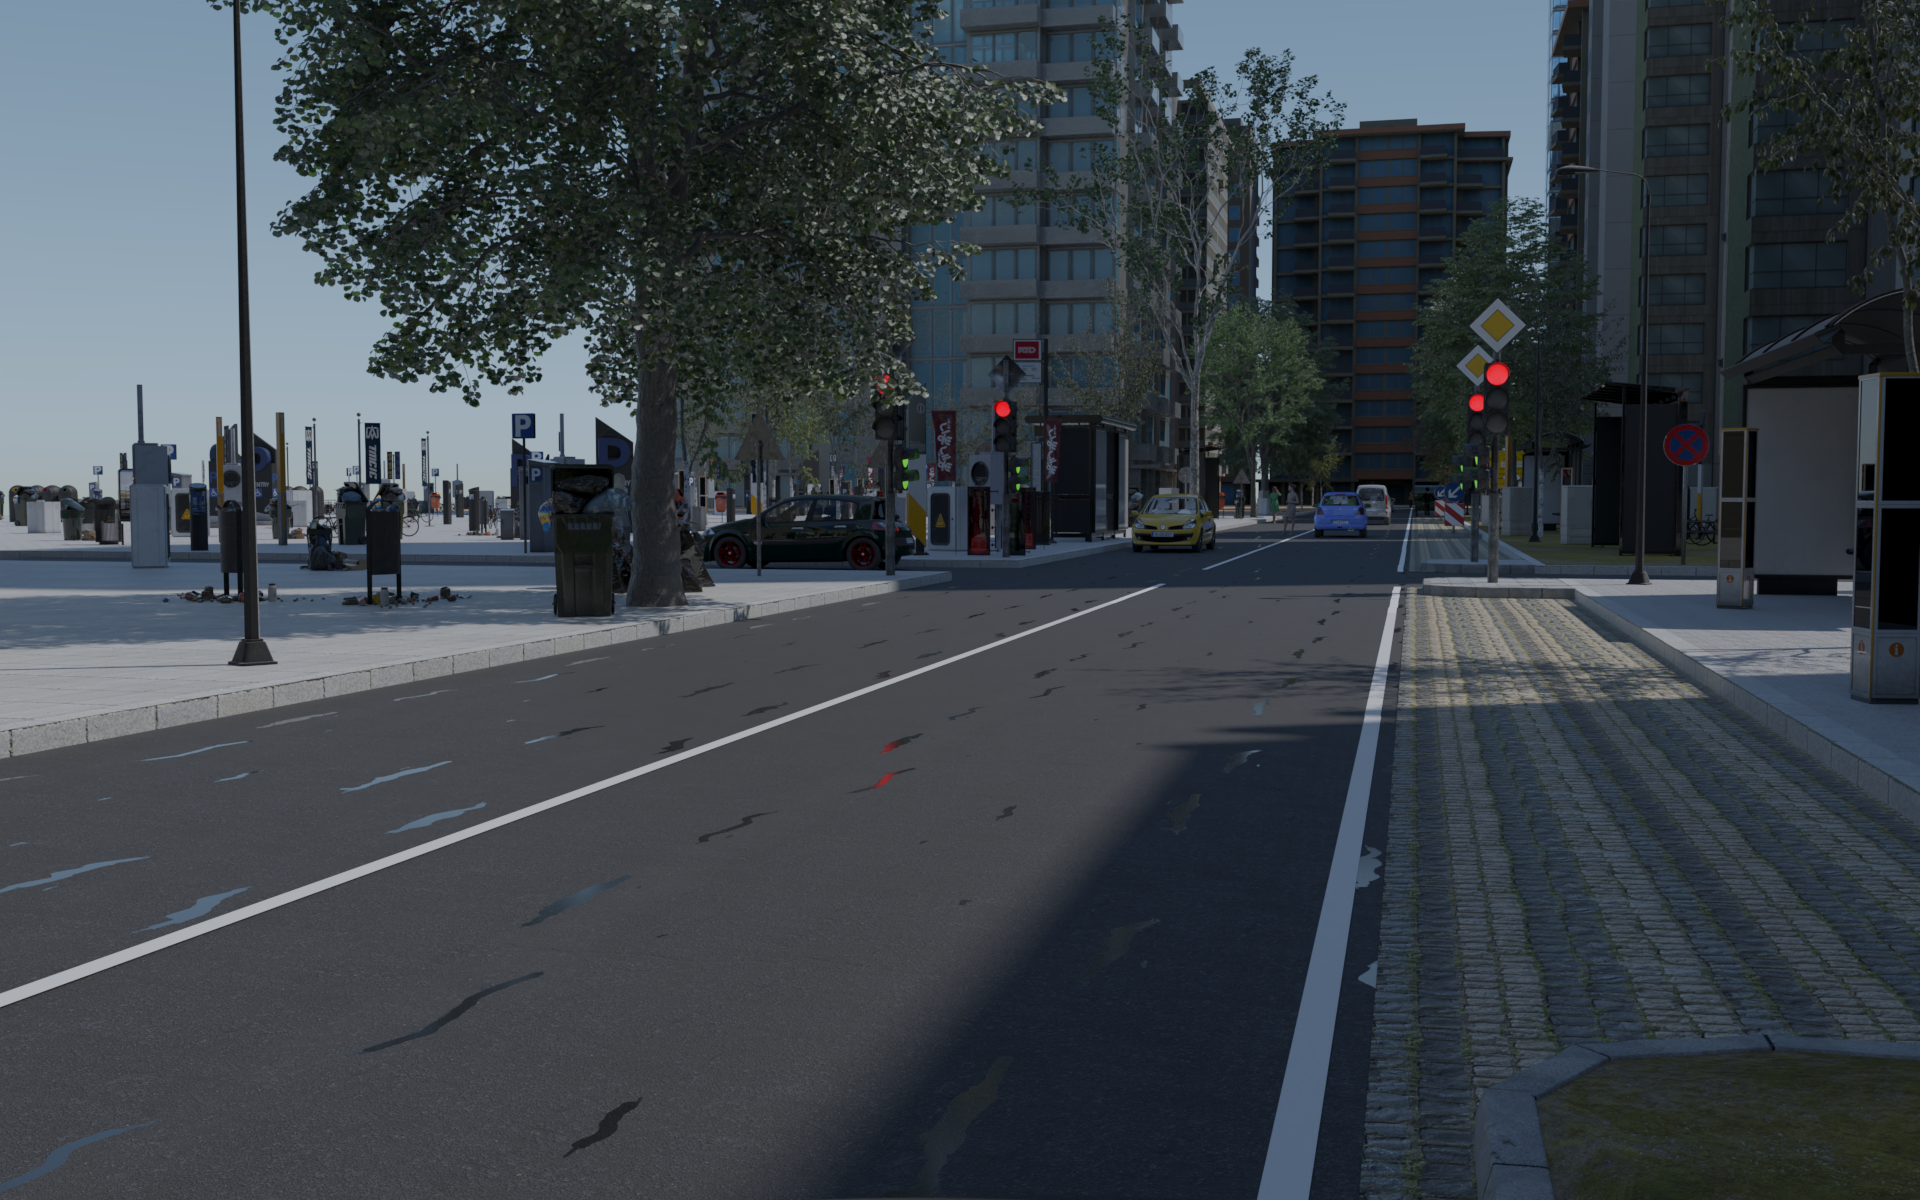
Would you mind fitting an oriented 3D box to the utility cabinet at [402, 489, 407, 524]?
[{"bbox_3d":[-23.897,-3.947,73.212,0.318,1.500,1.173,1,4,22],"label":"utility cabinet"}]

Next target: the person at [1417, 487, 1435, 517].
[{"bbox_3d":[29.406,-6.175,109.089,1.348,1.869,0.705,-1,4,-18],"label":"person"}]

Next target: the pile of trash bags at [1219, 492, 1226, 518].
[{"bbox_3d":[13.202,-5.154,94.013,1.912,1.369,3.447,-2,4,-32],"label":"pile of trash bags"}]

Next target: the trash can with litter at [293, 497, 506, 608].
[{"bbox_3d":[-6.500,-0.584,20.599,1.678,1.210,2.233,1,4,22],"label":"trash can with litter"}]

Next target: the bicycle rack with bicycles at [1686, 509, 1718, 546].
[{"bbox_3d":[18.072,-1.862,43.819,2.925,0.926,2.852,1,4,17],"label":"bicycle rack with bicycles"}]

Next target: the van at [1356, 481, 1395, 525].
[{"bbox_3d":[19.367,-4.547,81.348,2.013,2.044,4.112,1,4,15],"label":"van"}]

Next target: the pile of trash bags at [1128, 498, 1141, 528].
[{"bbox_3d":[6.235,-3.527,67.415,1.912,1.369,3.447,0,4,7],"label":"pile of trash bags"}]

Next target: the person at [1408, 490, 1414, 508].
[{"bbox_3d":[46.448,-10.376,178.244,0.705,1.812,1.348,3,5,41],"label":"person"}]

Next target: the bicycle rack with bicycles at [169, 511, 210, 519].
[{"bbox_3d":[-29.963,-3.382,68.673,2.852,0.926,2.925,0,4,2],"label":"bicycle rack with bicycles"}]

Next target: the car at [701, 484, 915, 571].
[{"bbox_3d":[-2.944,-1.418,32.963,4.222,1.686,2.009,1,4,13],"label":"car"}]

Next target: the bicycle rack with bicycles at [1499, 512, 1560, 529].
[{"bbox_3d":[20.975,-3.066,63.505,2.925,0.926,2.852,-1,4,-13],"label":"bicycle rack with bicycles"}]

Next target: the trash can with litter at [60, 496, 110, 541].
[{"bbox_3d":[-24.190,-2.221,47.694,1.055,1.170,0.624,0,4,5],"label":"trash can with litter"}]

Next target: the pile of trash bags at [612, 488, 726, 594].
[{"bbox_3d":[-4.284,-0.865,23.896,1.912,1.369,3.447,0,4,1],"label":"pile of trash bags"}]

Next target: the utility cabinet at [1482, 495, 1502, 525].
[{"bbox_3d":[21.972,-3.694,71.564,0.306,1.237,1.020,-1,4,-17],"label":"utility cabinet"}]

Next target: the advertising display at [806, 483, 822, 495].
[{"bbox_3d":[-8.478,-5.835,100.618,0.974,1.923,0.123,-2,4,-33],"label":"advertising display"}]

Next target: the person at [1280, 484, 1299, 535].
[{"bbox_3d":[11.450,-3.138,60.147,0.374,1.781,0.599,-2,4,-34],"label":"person"}]

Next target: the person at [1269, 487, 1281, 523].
[{"bbox_3d":[15.329,-4.633,84.499,0.600,1.795,0.529,1,4,23],"label":"person"}]

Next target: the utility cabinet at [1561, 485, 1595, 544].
[{"bbox_3d":[15.870,-2.157,43.954,1.173,1.500,0.318,-1,4,-12],"label":"utility cabinet"}]

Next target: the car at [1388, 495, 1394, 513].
[{"bbox_3d":[33.104,-7.574,136.197,2.083,1.381,4.827,1,4,16],"label":"car"}]

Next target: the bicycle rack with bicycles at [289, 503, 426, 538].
[{"bbox_3d":[-17.876,-2.319,51.303,2.925,0.926,2.852,0,4,5],"label":"bicycle rack with bicycles"}]

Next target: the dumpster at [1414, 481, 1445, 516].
[{"bbox_3d":[30.507,-6.582,112.566,1.985,2.255,1.502,1,4,14],"label":"dumpster"}]

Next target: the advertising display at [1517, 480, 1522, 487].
[{"bbox_3d":[25.318,-4.428,77.611,0.974,1.923,0.123,-2,4,-24],"label":"advertising display"}]

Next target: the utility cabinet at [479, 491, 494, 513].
[{"bbox_3d":[-30.229,-6.203,110.095,1.173,1.500,0.318,0,4,4],"label":"utility cabinet"}]

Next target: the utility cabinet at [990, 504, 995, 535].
[{"bbox_3d":[1.018,-2.615,53.918,1.020,1.237,0.306,-1,4,-20],"label":"utility cabinet"}]

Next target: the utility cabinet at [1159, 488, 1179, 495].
[{"bbox_3d":[7.664,-3.351,63.472,0.318,1.500,1.173,-1,4,-16],"label":"utility cabinet"}]

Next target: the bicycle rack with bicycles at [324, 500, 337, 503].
[{"bbox_3d":[-39.275,-5.782,107.923,2.852,0.926,2.925,2,4,27],"label":"bicycle rack with bicycles"}]

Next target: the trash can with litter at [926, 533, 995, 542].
[{"bbox_3d":[0.181,-2.158,46.345,2.233,1.210,1.678,-1,4,-23],"label":"trash can with litter"}]

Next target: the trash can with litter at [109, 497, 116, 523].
[{"bbox_3d":[-37.472,-3.979,76.446,0.624,1.170,1.055,-2,4,-35],"label":"trash can with litter"}]

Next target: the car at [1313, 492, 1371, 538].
[{"bbox_3d":[12.829,-2.976,58.250,1.945,1.707,3.694,1,4,14],"label":"car"}]

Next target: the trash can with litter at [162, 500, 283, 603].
[{"bbox_3d":[-8.891,-0.615,21.116,1.678,1.210,2.233,-3,5,-41],"label":"trash can with litter"}]

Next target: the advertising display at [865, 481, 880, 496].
[{"bbox_3d":[-4.413,-4.927,85.771,0.974,1.923,0.123,-2,4,-23],"label":"advertising display"}]

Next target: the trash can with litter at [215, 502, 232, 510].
[{"bbox_3d":[-22.362,-2.574,53.478,1.055,1.170,0.624,-3,5,-45],"label":"trash can with litter"}]

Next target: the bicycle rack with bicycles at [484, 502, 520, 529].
[{"bbox_3d":[-16.656,-3.117,64.350,2.852,0.926,2.925,-1,4,-12],"label":"bicycle rack with bicycles"}]

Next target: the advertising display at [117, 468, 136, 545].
[{"bbox_3d":[-20.653,-2.349,43.618,0.974,1.923,0.123,-3,4,-36],"label":"advertising display"}]

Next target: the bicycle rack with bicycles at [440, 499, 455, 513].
[{"bbox_3d":[-35.703,-6.523,120.035,2.925,0.926,2.852,-2,4,-27],"label":"bicycle rack with bicycles"}]

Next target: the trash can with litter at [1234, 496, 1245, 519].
[{"bbox_3d":[14.494,-4.829,90.347,0.624,1.170,1.055,0,4,-7],"label":"trash can with litter"}]

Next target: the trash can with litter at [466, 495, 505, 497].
[{"bbox_3d":[-14.848,-2.629,54.035,1.678,1.210,2.233,-2,4,-29],"label":"trash can with litter"}]

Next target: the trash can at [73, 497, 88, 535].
[{"bbox_3d":[-27.702,-2.643,54.873,0.748,1.137,0.748,0,3,0],"label":"trash can"}]

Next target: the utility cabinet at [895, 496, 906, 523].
[{"bbox_3d":[-1.592,-1.947,42.998,0.306,1.237,1.020,-1,4,-15],"label":"utility cabinet"}]

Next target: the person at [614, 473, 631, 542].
[{"bbox_3d":[-6.118,-1.363,30.974,0.537,1.800,0.526,1,4,20],"label":"person"}]

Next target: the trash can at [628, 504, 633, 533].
[{"bbox_3d":[-10.613,-2.749,56.606,0.748,1.137,0.748,0,3,0],"label":"trash can"}]

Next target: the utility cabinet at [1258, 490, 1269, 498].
[{"bbox_3d":[18.479,-5.917,105.424,0.318,1.500,1.173,2,4,28],"label":"utility cabinet"}]

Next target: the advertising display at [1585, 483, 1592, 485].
[{"bbox_3d":[36.604,-5.797,99.997,0.974,1.923,0.123,2,4,32],"label":"advertising display"}]

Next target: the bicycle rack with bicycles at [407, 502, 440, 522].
[{"bbox_3d":[-25.207,-3.946,77.903,2.925,0.926,2.852,-1,4,-23],"label":"bicycle rack with bicycles"}]

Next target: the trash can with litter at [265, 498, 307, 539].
[{"bbox_3d":[-19.179,-2.319,49.302,0.624,1.170,1.055,2,4,29],"label":"trash can with litter"}]

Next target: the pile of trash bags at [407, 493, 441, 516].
[{"bbox_3d":[-31.596,-5.515,99.917,3.447,1.369,1.912,0,4,7],"label":"pile of trash bags"}]

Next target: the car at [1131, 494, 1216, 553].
[{"bbox_3d":[5.424,-2.052,43.769,2.015,1.641,3.980,1,4,15],"label":"car"}]

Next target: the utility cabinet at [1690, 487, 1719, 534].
[{"bbox_3d":[23.727,-2.864,55.503,0.318,1.500,1.173,-3,4,-39],"label":"utility cabinet"}]

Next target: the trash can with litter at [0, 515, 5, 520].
[{"bbox_3d":[-47.821,-4.540,85.612,1.055,1.170,0.624,0,4,-3],"label":"trash can with litter"}]

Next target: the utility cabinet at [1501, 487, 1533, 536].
[{"bbox_3d":[17.078,-2.715,53.069,1.173,1.500,0.318,-3,4,-39],"label":"utility cabinet"}]
